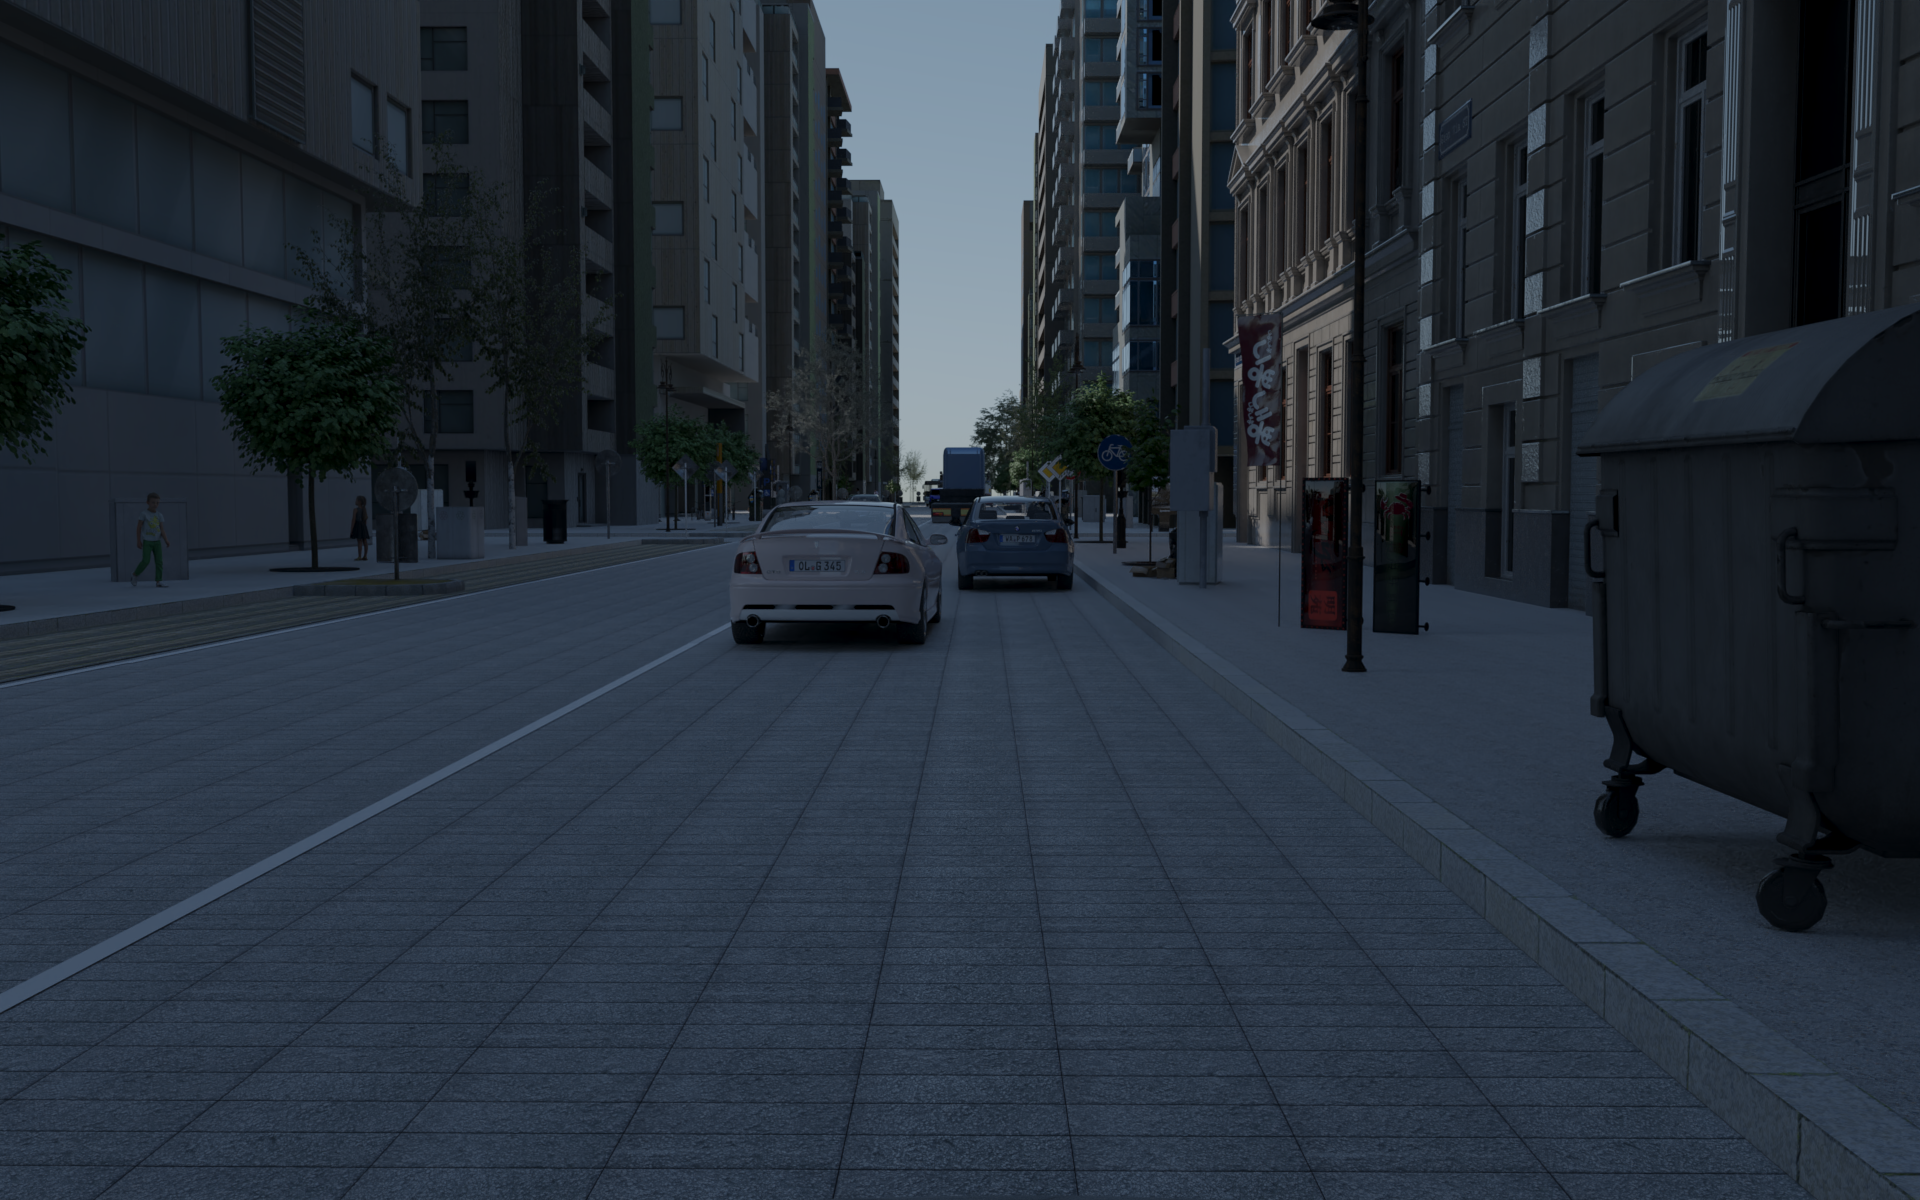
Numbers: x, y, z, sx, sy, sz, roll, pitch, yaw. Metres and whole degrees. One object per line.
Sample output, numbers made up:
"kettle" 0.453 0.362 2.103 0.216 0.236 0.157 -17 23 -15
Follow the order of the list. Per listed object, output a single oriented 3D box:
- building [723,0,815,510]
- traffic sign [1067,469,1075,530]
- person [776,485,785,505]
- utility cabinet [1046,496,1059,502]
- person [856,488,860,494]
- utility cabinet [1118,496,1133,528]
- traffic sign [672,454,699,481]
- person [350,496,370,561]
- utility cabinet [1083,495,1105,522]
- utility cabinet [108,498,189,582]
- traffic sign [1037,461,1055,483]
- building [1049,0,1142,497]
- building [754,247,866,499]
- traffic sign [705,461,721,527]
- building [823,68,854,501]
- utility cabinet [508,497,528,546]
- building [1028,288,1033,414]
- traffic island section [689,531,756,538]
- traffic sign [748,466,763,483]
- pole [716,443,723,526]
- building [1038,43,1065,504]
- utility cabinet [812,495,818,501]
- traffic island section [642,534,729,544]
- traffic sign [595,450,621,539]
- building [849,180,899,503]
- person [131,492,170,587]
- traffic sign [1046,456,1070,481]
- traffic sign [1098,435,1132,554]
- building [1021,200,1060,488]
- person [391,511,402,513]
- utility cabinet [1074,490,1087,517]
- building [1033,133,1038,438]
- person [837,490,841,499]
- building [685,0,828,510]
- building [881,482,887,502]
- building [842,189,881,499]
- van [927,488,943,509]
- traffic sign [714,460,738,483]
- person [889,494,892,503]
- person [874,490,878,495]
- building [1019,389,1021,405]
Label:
"building" -19.368 -27.923 140.137 14.154 41.232 14.086 0 4 1
"traffic sign" 3.925 -3.754 61.491 0.768 2.556 0.104 0 4 4
"person" -9.982 -5.502 96.179 0.466 1.800 0.511 1 4 16
"utility cabinet" 3.754 -3.579 69.680 0.306 1.237 1.020 -1 4 -16
"person" -9.030 -8.949 152.361 0.705 1.824 1.348 0 4 5
"utility cabinet" 6.288 -3.342 65.796 0.306 1.237 1.020 -1 4 -13
"traffic sign" -7.979 -2.943 50.315 0.795 2.593 0.064 0 4 1
"person" -11.545 -1.379 33.260 0.373 1.253 0.362 2 4 32
"utility cabinet" 6.114 -4.160 79.173 1.020 1.237 0.306 2 4 33
"utility cabinet" -11.992 -0.884 25.611 1.020 1.237 0.306 -3 5 -42
"traffic sign" 3.012 -3.422 58.146 0.795 2.593 0.064 0 4 1
"building" 19.643 -32.673 153.810 23.786 49.044 30.456 0 4 1
"building" -18.262 -26.053 197.672 14.160 30.474 14.107 0 4 1
"traffic sign" -9.472 -4.083 66.855 0.768 2.556 0.104 0 4 1
"building" -22.444 -31.879 175.838 22.147 44.769 28.867 0 4 1
"utility cabinet" -11.041 -1.965 43.297 0.306 1.237 1.020 -2 4 -24
"building" 16.468 -28.768 242.059 14.160 30.474 14.107 0 4 1
"traffic island section" -7.904 -2.207 58.367 2.009 0.180 2.903 0 4 1
"traffic sign" -9.575 -4.958 80.790 0.795 2.593 0.064 0 4 7
"pole" -9.648 -4.625 69.469 0.158 3.312 0.155 0 3 0
"building" 19.108 -34.023 179.976 21.300 48.544 21.600 0 4 1
"utility cabinet" -9.035 -5.900 107.622 0.306 1.237 1.020 0 4 -1
"traffic island section" -8.003 -1.719 50.383 2.009 0.180 2.903 0 4 1
"traffic sign" -10.056 -3.021 49.498 0.768 2.556 0.104 0 4 4
"building" -20.599 -39.488 269.336 21.300 48.544 21.600 0 4 1
"person" -11.156 -0.828 23.836 0.590 1.304 0.306 1 4 19
"traffic sign" 2.914 -2.934 50.161 0.795 2.593 0.064 0 4 1
"traffic sign" 3.335 -2.269 37.210 0.768 2.556 0.104 0 4 4
"building" 16.073 -37.078 256.327 14.600 45.320 14.200 0 4 1
"person" -15.986 -2.635 49.331 0.583 1.804 0.606 0 4 -5
"utility cabinet" 6.639 -5.295 95.245 0.318 1.500 1.173 -1 4 -18
"building" 15.376 -31.512 198.807 14.154 41.232 14.086 0 4 1
"person" -10.822 -9.182 156.886 0.721 1.743 1.217 -1 4 -19
"building" -19.400 -30.827 154.130 14.600 45.320 14.200 0 4 1
"building" -26.772 -33.898 246.120 32.217 40.220 23.993 0 4 1
"building" -17.840 -33.230 226.901 14.154 41.232 14.086 0 4 1
"van" -2.039 -10.284 172.535 2.240 2.365 5.245 0 4 2
"traffic sign" -7.881 -3.432 58.300 0.795 2.593 0.064 0 4 1
"person" -9.980 -14.786 248.342 0.434 1.755 0.990 1 4 14
"person" -10.246 -12.502 210.314 0.709 1.838 0.599 -3 4 -39
"building" 23.642 -26.510 278.471 27.650 21.520 28.899 0 4 1
